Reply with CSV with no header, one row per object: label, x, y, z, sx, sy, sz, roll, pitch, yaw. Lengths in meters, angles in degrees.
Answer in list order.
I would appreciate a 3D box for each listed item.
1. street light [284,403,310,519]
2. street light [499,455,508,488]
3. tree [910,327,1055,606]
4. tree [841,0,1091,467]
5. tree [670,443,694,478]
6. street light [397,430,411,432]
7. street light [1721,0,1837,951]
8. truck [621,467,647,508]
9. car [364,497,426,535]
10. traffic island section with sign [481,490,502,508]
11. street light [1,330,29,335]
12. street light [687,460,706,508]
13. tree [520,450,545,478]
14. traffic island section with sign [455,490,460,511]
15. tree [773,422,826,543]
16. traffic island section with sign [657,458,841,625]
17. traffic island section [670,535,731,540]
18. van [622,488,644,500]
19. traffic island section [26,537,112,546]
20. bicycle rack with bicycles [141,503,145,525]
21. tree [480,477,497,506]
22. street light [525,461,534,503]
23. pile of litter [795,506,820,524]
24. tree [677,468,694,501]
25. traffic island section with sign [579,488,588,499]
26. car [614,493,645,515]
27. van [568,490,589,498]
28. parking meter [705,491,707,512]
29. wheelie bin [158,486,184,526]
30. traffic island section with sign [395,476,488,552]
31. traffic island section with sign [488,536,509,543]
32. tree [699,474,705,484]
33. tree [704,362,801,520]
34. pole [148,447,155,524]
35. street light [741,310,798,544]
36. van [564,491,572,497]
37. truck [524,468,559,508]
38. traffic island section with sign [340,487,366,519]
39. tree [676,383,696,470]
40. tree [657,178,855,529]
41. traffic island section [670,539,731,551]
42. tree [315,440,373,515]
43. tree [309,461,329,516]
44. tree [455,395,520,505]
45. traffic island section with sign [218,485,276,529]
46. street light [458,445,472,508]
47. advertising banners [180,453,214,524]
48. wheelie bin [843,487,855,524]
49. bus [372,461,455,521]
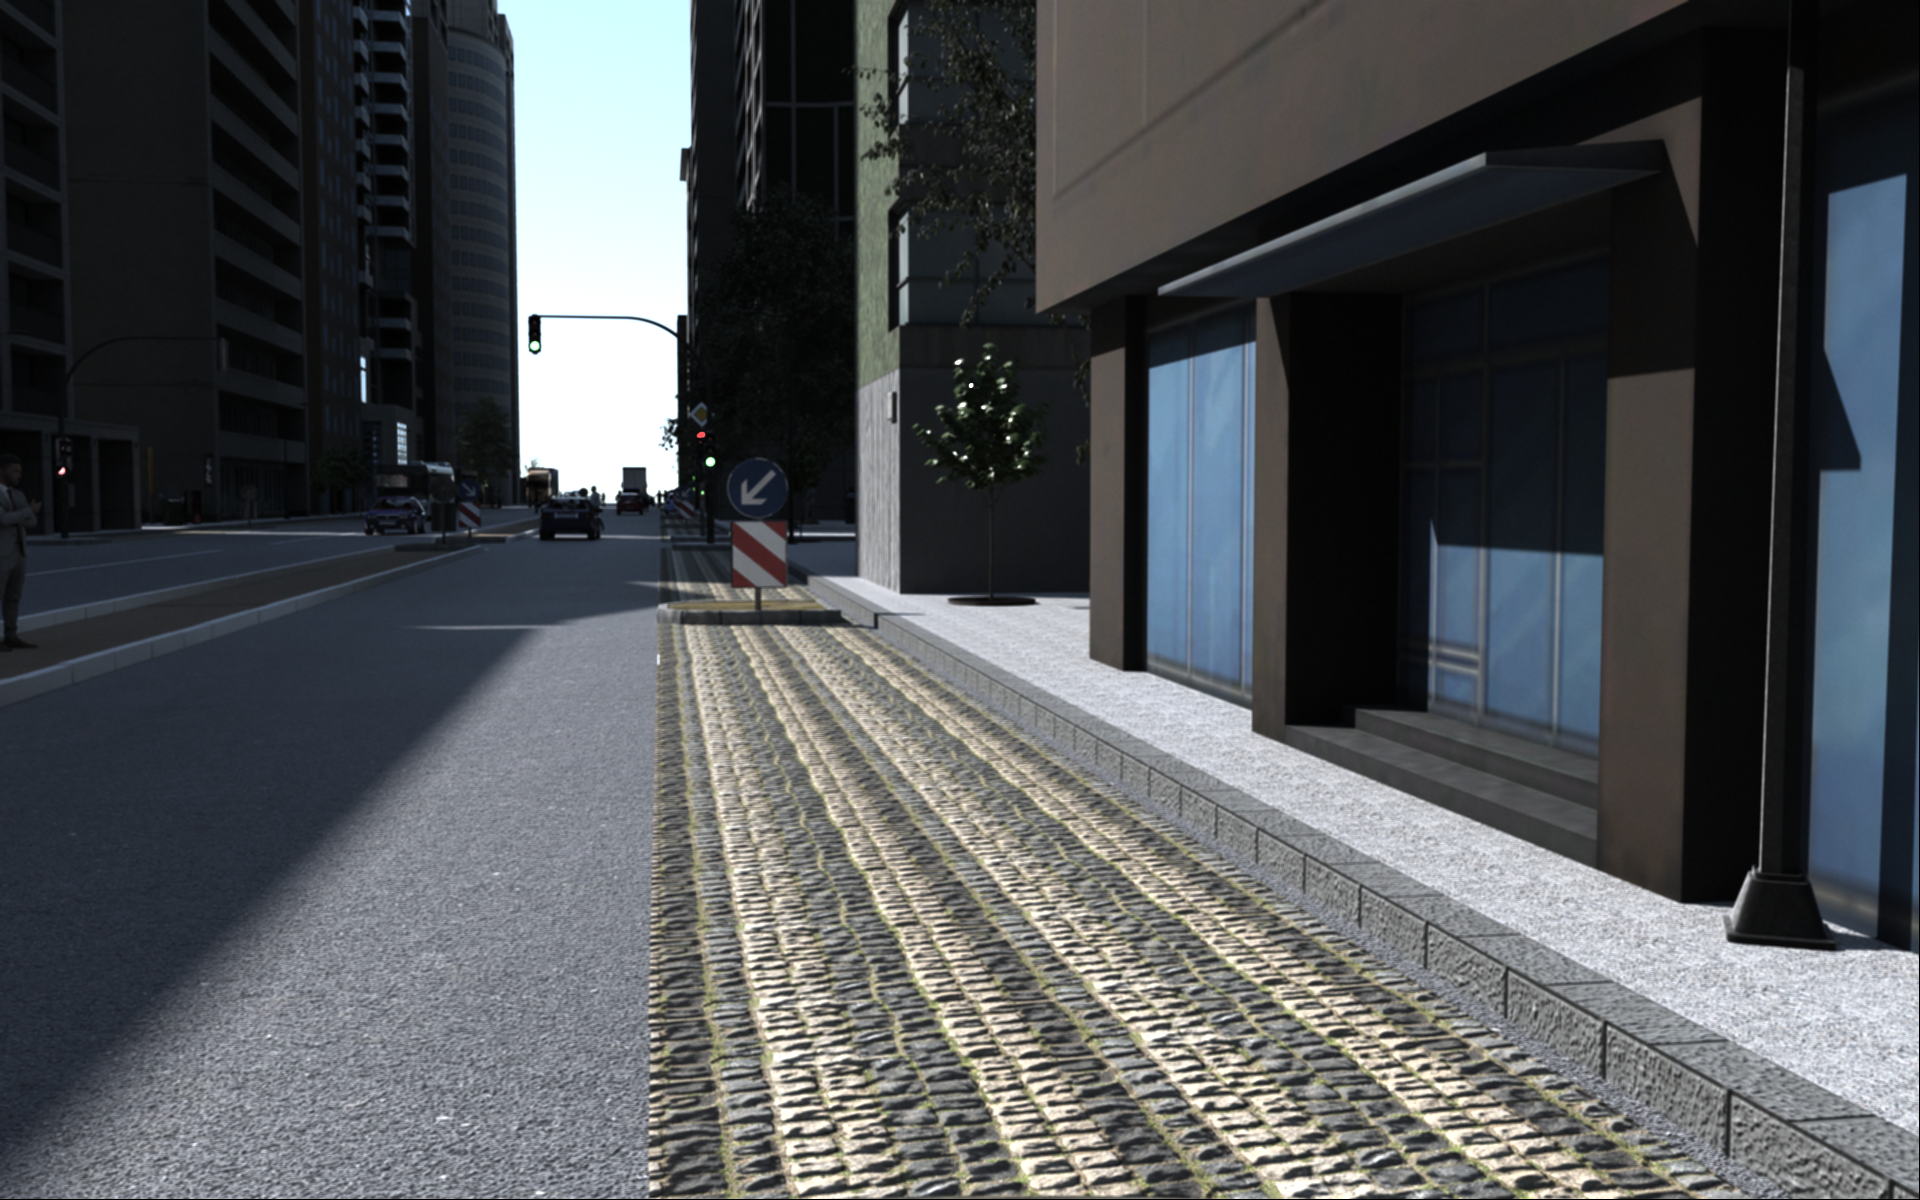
street light,-33.865,-7.088,88.436,1.470,5.913,1.316,-1,4,-10
street light,-54.332,-14.313,206.550,1.470,5.913,1.316,-1,4,-10
tree,0.241,-1.565,20.196,1.663,3.219,1.824,0,3,0
tree,1.163,-4.025,16.170,4.360,8.622,3.978,0,3,0
tree,-34.624,-16.521,220.487,4.360,8.622,3.978,0,3,0
street light,-40.257,-9.320,124.927,1.470,5.913,1.316,-1,4,-10
street light,1.839,-1.971,4.765,1.470,5.913,1.316,-1,4,-10
truck,-34.715,-11.971,184.640,2.839,4.237,11.283,-1,4,-11
car,-20.231,-3.026,62.059,1.945,1.354,3.894,-1,4,-10
traffic island section with sign,-47.332,-10.160,174.737,1.989,1.847,2.006,-1,4,-10
street light,-27.122,-4.689,49.201,1.470,5.913,1.316,-1,4,-10
street light,-19.206,-9.442,126.924,1.470,5.913,1.316,-1,4,-10
tree,-68.757,-20.119,279.307,4.360,8.622,3.978,0,3,0
traffic island section with sign,-42.622,-8.494,147.507,1.989,1.847,2.006,-1,4,-10
tree,-4.385,-3.158,46.234,1.663,3.219,1.824,0,3,0
traffic island section with sign,-2.450,-0.681,19.760,1.989,1.847,2.006,-1,4,-10
traffic island section,-7.808,-1.863,52.742,2.009,0.180,2.903,-1,4,-10
van,-32.638,-10.269,172.284,2.240,2.365,5.245,-1,4,-9
traffic island section,-25.686,-1.675,49.667,2.009,0.180,2.903,-1,4,-10
bicycle rack with bicycles,-35.214,-3.585,72.003,2.852,0.926,2.925,-2,4,-29
tree,-52.657,-12.116,192.697,1.663,3.219,1.824,0,3,0
street light,-61.121,-16.712,245.778,1.470,5.913,1.316,-1,4,-10
pile of litter,-6.582,-3.668,73.937,1.176,0.858,1.719,-3,4,-38
tree,-33.477,-14.154,215.131,4.285,4.588,4.351,0,3,0
traffic island section with sign,-27.258,-7.166,125.297,2.006,1.907,1.989,-1,4,-10
car,-23.076,-6.853,121.088,2.155,1.783,4.494,-1,4,-10
van,-37.140,-9.897,168.833,2.013,2.044,4.112,-1,4,-9
parking meter,-18.002,-7.002,122.898,0.372,1.533,0.369,0,3,0
wheelie bin,-32.208,-3.839,70.671,0.980,1.594,0.693,-3,5,-45
traffic island section with sign,-13.190,-2.191,43.955,2.006,1.907,1.989,-1,4,-10
traffic island section with sign,-14.443,-2.637,51.256,2.006,1.907,1.989,-1,4,-10
tree,-19.079,-8.403,131.986,1.663,3.219,1.824,0,3,0
tree,-8.656,-7.590,74.462,4.737,8.622,4.395,0,3,0
pole,-34.740,-4.927,74.399,0.158,3.312,0.155,0,3,0
street light,-4.844,-4.371,44.011,1.470,5.913,1.316,-1,4,-10
van,-56.508,-14.873,250.177,2.013,2.044,4.112,-1,4,-11
truck,-45.225,-12.154,187.631,2.839,4.237,11.283,0,4,-8
traffic island section with sign,-34.187,-5.510,98.722,1.989,1.847,2.006,-1,4,-10
tree,-16.265,-9.882,111.929,4.737,8.622,4.395,0,3,0
tree,-6.240,-8.943,63.231,9.611,12.733,9.660,0,3,0
traffic island section,-6.447,-1.382,44.874,2.009,0.180,2.903,-1,4,-10
tree,-37.204,-7.385,104.459,4.285,4.588,4.351,0,3,0
tree,-36.900,-6.437,99.844,1.663,3.219,1.824,0,3,0
tree,-54.438,-17.168,198.828,7.486,12.596,7.792,0,3,0
traffic island section with sign,-29.545,-3.866,71.843,1.989,1.847,2.006,-1,4,-10
street light,-46.986,-11.744,164.556,1.470,5.913,1.316,-1,4,-10
advertising banners,-32.520,-4.740,73.681,0.090,3.025,2.074,1,4,22
wheelie bin,-4.630,-4.065,74.376,0.693,1.594,0.980,-1,4,-21
bus,-29.908,-6.149,95.400,2.948,3.499,13.247,-1,4,-10
